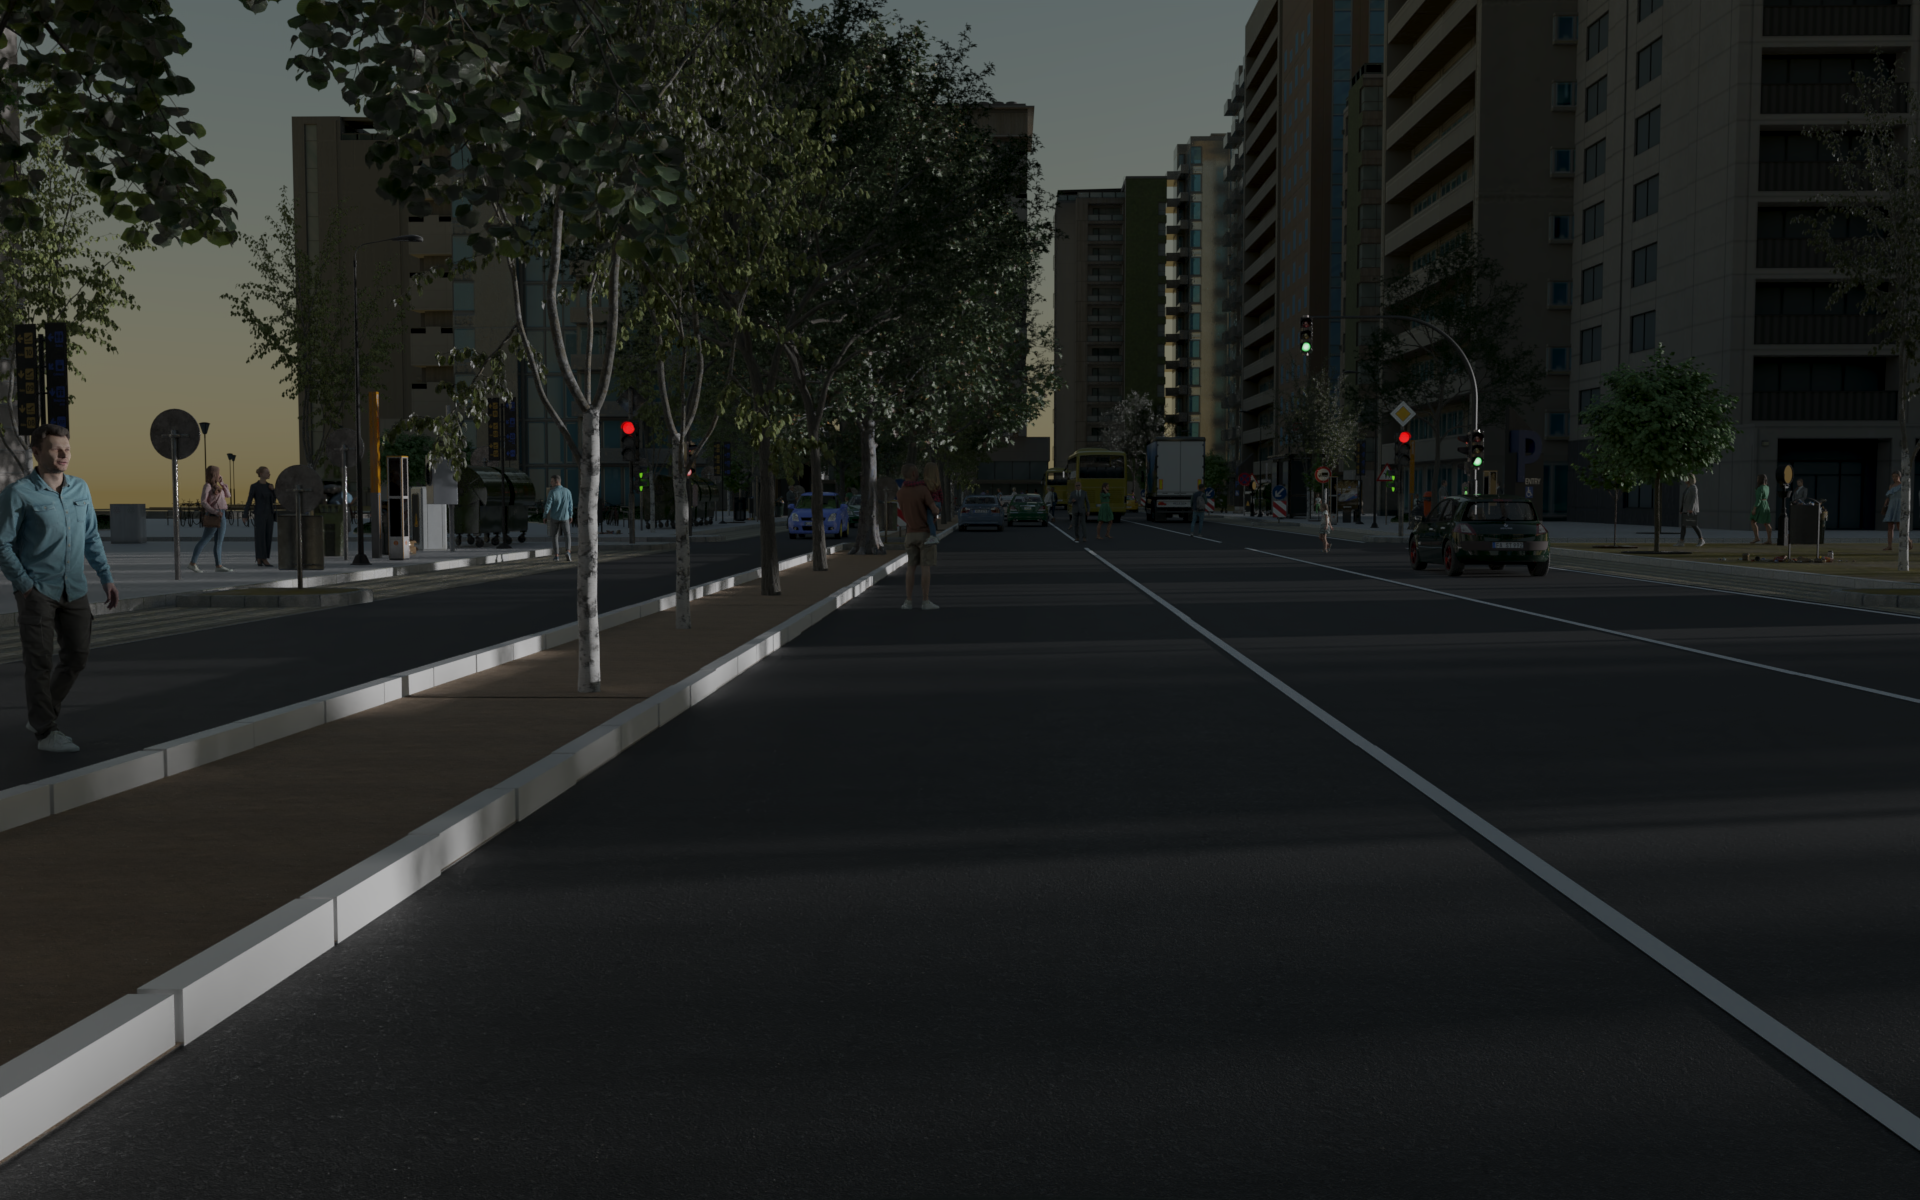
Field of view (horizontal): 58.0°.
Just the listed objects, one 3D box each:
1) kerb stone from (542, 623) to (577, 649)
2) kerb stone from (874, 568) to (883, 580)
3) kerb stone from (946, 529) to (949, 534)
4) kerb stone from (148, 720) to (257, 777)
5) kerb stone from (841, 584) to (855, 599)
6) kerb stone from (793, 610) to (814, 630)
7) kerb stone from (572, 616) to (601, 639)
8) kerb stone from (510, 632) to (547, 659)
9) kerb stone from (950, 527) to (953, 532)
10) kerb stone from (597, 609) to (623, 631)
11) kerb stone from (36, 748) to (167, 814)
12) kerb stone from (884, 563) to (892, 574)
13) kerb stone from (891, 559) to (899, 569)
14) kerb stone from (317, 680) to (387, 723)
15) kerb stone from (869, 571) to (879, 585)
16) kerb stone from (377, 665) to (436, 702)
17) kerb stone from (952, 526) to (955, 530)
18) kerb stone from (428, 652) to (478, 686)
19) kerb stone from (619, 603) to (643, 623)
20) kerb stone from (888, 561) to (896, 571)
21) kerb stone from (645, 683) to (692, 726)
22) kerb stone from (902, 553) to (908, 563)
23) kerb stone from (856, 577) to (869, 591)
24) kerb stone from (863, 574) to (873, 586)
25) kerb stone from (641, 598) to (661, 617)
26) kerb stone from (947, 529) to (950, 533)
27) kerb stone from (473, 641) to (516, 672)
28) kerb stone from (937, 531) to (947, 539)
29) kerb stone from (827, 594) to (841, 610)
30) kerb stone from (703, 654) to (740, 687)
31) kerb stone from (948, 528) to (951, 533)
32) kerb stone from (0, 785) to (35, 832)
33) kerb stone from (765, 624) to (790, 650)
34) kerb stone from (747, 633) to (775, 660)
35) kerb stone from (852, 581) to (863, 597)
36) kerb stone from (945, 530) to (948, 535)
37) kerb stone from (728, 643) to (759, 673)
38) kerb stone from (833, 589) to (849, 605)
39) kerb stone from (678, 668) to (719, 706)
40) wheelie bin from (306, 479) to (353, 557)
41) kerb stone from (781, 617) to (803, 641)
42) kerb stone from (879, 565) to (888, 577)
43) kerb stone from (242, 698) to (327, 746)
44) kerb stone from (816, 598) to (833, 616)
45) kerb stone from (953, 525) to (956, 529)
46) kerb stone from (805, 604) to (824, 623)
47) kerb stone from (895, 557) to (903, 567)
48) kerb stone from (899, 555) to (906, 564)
[{"bbox_3d":[-3.835,0.356,16.378,0.120,0.150,1.000,0,4,2],"label":"kerb stone"},{"bbox_3d":[-1.400,-0.388,28.545,0.120,0.150,1.000,0,4,2],"label":"kerb stone"},{"bbox_3d":[-0.541,-2.240,58.894,0.120,0.150,1.000,0,4,2],"label":"kerb stone"},{"bbox_3d":[-4.037,0.794,9.219,0.120,0.150,1.000,0,4,2],"label":"kerb stone"},{"bbox_3d":[-1.554,-0.075,23.426,0.120,0.150,1.000,0,4,2],"label":"kerb stone"},{"bbox_3d":[-1.688,0.238,18.300,0.120,0.150,1.000,0,4,2],"label":"kerb stone"},{"bbox_3d":[-3.810,0.293,17.404,0.120,0.150,1.000,0,4,2],"label":"kerb stone"},{"bbox_3d":[-3.874,0.419,15.353,0.120,0.150,1.000,0,4,2],"label":"kerb stone"},{"bbox_3d":[-0.433,-2.495,62.985,0.120,0.150,1.000,0,4,2],"label":"kerb stone"},{"bbox_3d":[-3.785,0.232,18.428,0.120,0.150,1.000,0,4,2],"label":"kerb stone"},{"bbox_3d":[-4.069,0.862,8.190,0.120,0.150,1.000,0,4,2],"label":"kerb stone"},{"bbox_3d":[-1.341,-0.514,30.598,0.120,0.150,1.000,0,4,2],"label":"kerb stone"},{"bbox_3d":[-1.282,-0.639,32.641,0.120,0.150,1.000,0,4,2],"label":"kerb stone"},{"bbox_3d":[-3.985,0.668,11.266,0.120,0.150,1.000,0,4,2],"label":"kerb stone"},{"bbox_3d":[-1.422,-0.320,27.523,0.120,0.150,1.000,0,4,2],"label":"kerb stone"},{"bbox_3d":[-3.961,0.606,12.288,0.120,0.150,1.000,0,4,2],"label":"kerb stone"},{"bbox_3d":[-0.359,-2.619,65.035,0.120,0.150,1.000,0,4,2],"label":"kerb stone"},{"bbox_3d":[-3.934,0.543,13.309,0.120,0.150,1.000,0,4,2],"label":"kerb stone"},{"bbox_3d":[-3.758,0.168,19.450,0.120,0.150,1.000,0,4,2],"label":"kerb stone"},{"bbox_3d":[-1.315,-0.576,31.620,0.120,0.150,1.000,0,4,2],"label":"kerb stone"},{"bbox_3d":[-1.891,0.678,11.142,0.120,0.150,1.000,0,4,2],"label":"kerb stone"},{"bbox_3d":[-1.202,-0.826,35.722,0.120,0.150,1.000,0,4,2],"label":"kerb stone"},{"bbox_3d":[-1.483,-0.200,25.474,0.120,0.150,1.000,0,4,2],"label":"kerb stone"},{"bbox_3d":[-1.462,-0.262,26.502,0.120,0.150,1.000,0,4,2],"label":"kerb stone"},{"bbox_3d":[-3.724,0.107,20.471,0.120,0.150,1.000,0,4,2],"label":"kerb stone"},{"bbox_3d":[-0.515,-2.307,59.920,0.120,0.150,1.000,0,4,2],"label":"kerb stone"},{"bbox_3d":[-3.901,0.481,14.331,0.120,0.150,1.000,0,4,2],"label":"kerb stone"},{"bbox_3d":[-0.603,-2.119,56.836,0.120,0.150,1.000,0,4,2],"label":"kerb stone"},{"bbox_3d":[-1.603,0.055,21.370,0.120,0.150,1.000,0,4,2],"label":"kerb stone"},{"bbox_3d":[-1.832,0.551,13.186,0.120,0.150,1.000,0,4,2],"label":"kerb stone"},{"bbox_3d":[-0.481,-2.370,60.941,0.120,0.150,1.000,0,4,2],"label":"kerb stone"},{"bbox_3d":[-4.103,0.922,7.169,0.120,0.150,1.000,0,4,2],"label":"kerb stone"},{"bbox_3d":[-1.742,0.363,16.257,0.120,0.150,1.000,0,4,2],"label":"kerb stone"},{"bbox_3d":[-1.774,0.426,15.230,0.120,0.150,1.000,0,4,2],"label":"kerb stone"},{"bbox_3d":[-1.509,-0.132,24.452,0.120,0.150,1.000,0,4,2],"label":"kerb stone"},{"bbox_3d":[-0.562,-2.180,57.868,0.120,0.150,1.000,0,4,2],"label":"kerb stone"},{"bbox_3d":[-1.802,0.490,14.208,0.120,0.150,1.000,0,4,2],"label":"kerb stone"},{"bbox_3d":[-1.578,-0.012,22.393,0.120,0.150,1.000,0,4,2],"label":"kerb stone"},{"bbox_3d":[-1.857,0.620,12.165,0.120,0.150,1.000,0,4,2],"label":"kerb stone"},{"bbox_3d":[-13.008,-1.699,35.692,0.980,1.594,0.693,-2,4,-28],"label":"wheelie bin"},{"bbox_3d":[-1.708,0.301,17.278,0.120,0.150,1.000,0,4,2],"label":"kerb stone"},{"bbox_3d":[-1.367,-0.451,29.575,0.120,0.150,1.000,0,4,2],"label":"kerb stone"},{"bbox_3d":[-4.015,0.731,10.241,0.120,0.150,1.000,0,4,2],"label":"kerb stone"},{"bbox_3d":[-1.631,0.113,20.348,0.120,0.150,1.000,0,4,2],"label":"kerb stone"},{"bbox_3d":[-0.335,-2.683,66.060,0.120,0.150,1.000,0,4,2],"label":"kerb stone"},{"bbox_3d":[-1.656,0.176,19.322,0.120,0.150,1.000,0,4,2],"label":"kerb stone"},{"bbox_3d":[-1.257,-0.702,33.669,0.120,0.150,1.000,0,4,2],"label":"kerb stone"},{"bbox_3d":[-1.225,-0.764,34.691,0.120,0.150,1.000,0,4,2],"label":"kerb stone"}]
